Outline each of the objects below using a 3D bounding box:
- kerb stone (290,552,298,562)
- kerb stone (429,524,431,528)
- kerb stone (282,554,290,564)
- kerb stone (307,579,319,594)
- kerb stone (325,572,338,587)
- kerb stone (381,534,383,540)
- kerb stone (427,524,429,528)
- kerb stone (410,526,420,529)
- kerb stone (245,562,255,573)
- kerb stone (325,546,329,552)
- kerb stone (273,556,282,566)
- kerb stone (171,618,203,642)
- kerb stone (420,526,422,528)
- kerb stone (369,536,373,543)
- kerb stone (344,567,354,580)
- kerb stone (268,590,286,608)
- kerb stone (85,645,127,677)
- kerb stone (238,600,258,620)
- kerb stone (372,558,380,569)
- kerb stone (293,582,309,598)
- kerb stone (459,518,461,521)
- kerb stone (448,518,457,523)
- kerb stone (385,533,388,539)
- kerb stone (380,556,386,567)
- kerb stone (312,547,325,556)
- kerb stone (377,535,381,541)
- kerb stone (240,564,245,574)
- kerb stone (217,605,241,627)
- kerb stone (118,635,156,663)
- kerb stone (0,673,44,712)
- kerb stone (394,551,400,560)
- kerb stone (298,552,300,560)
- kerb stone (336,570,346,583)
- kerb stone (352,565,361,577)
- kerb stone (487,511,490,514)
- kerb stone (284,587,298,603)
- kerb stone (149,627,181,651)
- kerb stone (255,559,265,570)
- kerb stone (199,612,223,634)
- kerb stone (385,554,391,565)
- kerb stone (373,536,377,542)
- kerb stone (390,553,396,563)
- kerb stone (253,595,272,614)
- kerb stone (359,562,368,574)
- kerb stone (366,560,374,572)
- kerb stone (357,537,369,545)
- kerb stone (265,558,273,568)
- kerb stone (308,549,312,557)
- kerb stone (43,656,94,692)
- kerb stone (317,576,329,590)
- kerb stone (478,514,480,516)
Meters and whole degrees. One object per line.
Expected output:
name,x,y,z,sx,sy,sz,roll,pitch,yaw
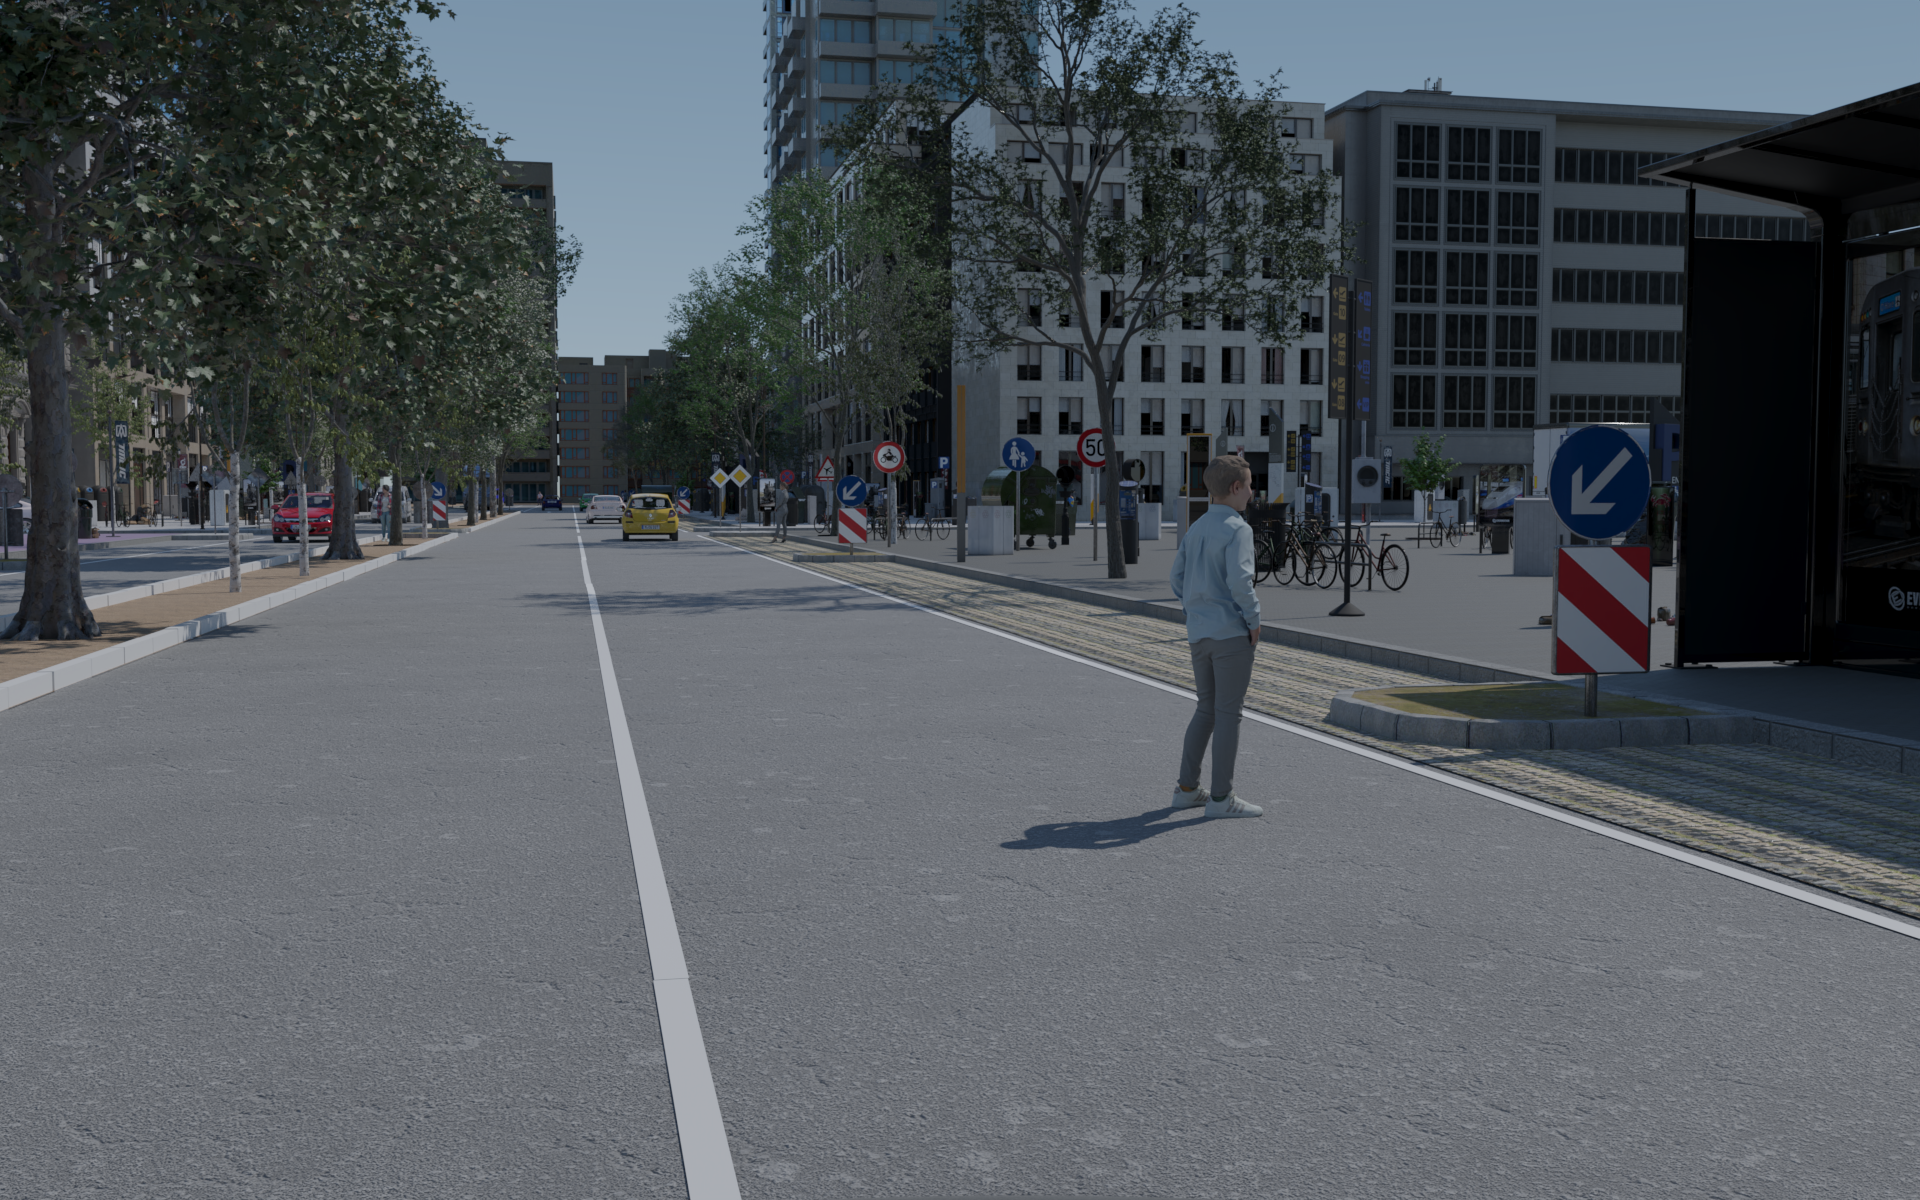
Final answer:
kerb stone,-14.161,-0.875,36.541,0.120,0.150,1.000,-1,4,-13
kerb stone,-21.930,-2.987,71.086,0.120,0.150,1.000,-1,4,-13
kerb stone,-13.946,-0.816,35.539,0.120,0.150,1.000,-1,4,-13
kerb stone,-9.425,-0.172,25.002,0.120,0.150,1.000,-1,4,-13
kerb stone,-9.872,-0.294,27.009,0.120,0.150,1.000,-1,4,-13
kerb stone,-17.988,-1.916,53.539,0.120,0.150,1.000,-1,4,-13
kerb stone,-21.707,-2.929,70.082,0.120,0.150,1.000,-1,4,-13
kerb stone,-20.812,-2.684,66.078,0.120,0.150,1.000,-1,4,-13
kerb stone,-13.048,-0.572,31.550,0.120,0.150,1.000,-1,4,-13
kerb stone,-15.286,-1.183,41.538,0.120,0.150,1.000,-1,4,-13
kerb stone,-13.718,-0.750,34.543,0.120,0.150,1.000,-1,4,-13
kerb stone,-7.632,0.317,17.010,0.120,0.150,1.000,-1,4,-13
kerb stone,-21.259,-2.805,68.073,0.120,0.150,1.000,-1,4,-13
kerb stone,-17.316,-1.734,50.538,0.120,0.150,1.000,-1,4,-13
kerb stone,-10.316,-0.417,29.007,0.120,0.150,1.000,-1,4,-13
kerb stone,-8.746,0.011,22.012,0.120,0.150,1.000,-1,4,-13
kerb stone,-6.950,0.502,14.004,0.120,0.150,1.000,-1,4,-13
kerb stone,-8.294,0.134,20.007,0.120,0.150,1.000,-1,4,-13
kerb stone,-11.224,-0.661,33.013,0.120,0.150,1.000,-1,4,-13
kerb stone,-9.194,-0.107,24.007,0.120,0.150,1.000,-1,4,-13
kerb stone,-26.213,-4.154,90.112,0.120,0.150,1.000,-1,4,-13
kerb stone,-25.533,-3.970,87.108,0.120,0.150,1.000,-1,4,-13
kerb stone,-18.216,-1.978,54.536,0.120,0.150,1.000,-1,4,-13
kerb stone,-11.444,-0.722,34.015,0.120,0.150,1.000,-1,4,-13
kerb stone,-15.063,-1.121,40.541,0.120,0.150,1.000,-1,4,-13
kerb stone,-17.762,-1.856,52.543,0.120,0.150,1.000,-1,4,-13
kerb stone,-12.812,-0.511,30.542,0.120,0.150,1.000,-1,4,-13
kerb stone,-8.073,0.195,19.009,0.120,0.150,1.000,-1,4,-13
kerb stone,-7.176,0.441,15.008,0.120,0.150,1.000,-1,4,-13
kerb stone,-6.505,0.626,12.009,0.120,0.150,1.000,-1,4,-13
kerb stone,-12.125,-0.905,37.014,0.120,0.150,1.000,-1,4,-13
kerb stone,-14.396,-0.939,37.548,0.120,0.150,1.000,-1,4,-13
kerb stone,-10.102,-0.354,28.005,0.120,0.150,1.000,-1,4,-13
kerb stone,-10.543,-0.476,30.007,0.120,0.150,1.000,-1,4,-13
kerb stone,-34.982,-6.540,129.122,0.120,0.150,1.000,-1,4,-13
kerb stone,-8.971,-0.040,23.010,0.120,0.150,1.000,-1,4,-13
kerb stone,-7.404,0.384,16.007,0.120,0.150,1.000,-1,4,-13
kerb stone,-13.267,-0.633,32.548,0.120,0.150,1.000,-1,4,-13
kerb stone,-7.852,0.256,18.012,0.120,0.150,1.000,-1,4,-13
kerb stone,-11.666,-0.784,35.013,0.120,0.150,1.000,-1,4,-13
kerb stone,-17.537,-1.795,51.536,0.120,0.150,1.000,-1,4,-13
kerb stone,-11.902,-0.844,36.007,0.120,0.150,1.000,-1,4,-13
kerb stone,-8.523,0.073,21.006,0.120,0.150,1.000,-1,4,-13
kerb stone,-10.774,-0.539,31.003,0.120,0.150,1.000,-1,4,-13
kerb stone,-10.993,-0.595,32.003,0.120,0.150,1.000,-1,4,-13
kerb stone,-17.094,-1.672,49.530,0.120,0.150,1.000,-1,4,-13
kerb stone,-13.505,-0.694,33.543,0.120,0.150,1.000,-1,4,-13
kerb stone,-14.622,-0.999,38.545,0.120,0.150,1.000,-1,4,-13
kerb stone,-6.722,0.562,13.007,0.120,0.150,1.000,-1,4,-13
kerb stone,-9.648,-0.227,26.000,0.120,0.150,1.000,-1,4,-13
kerb stone,-32.061,-5.742,116.115,0.120,0.150,1.000,-1,4,-13
